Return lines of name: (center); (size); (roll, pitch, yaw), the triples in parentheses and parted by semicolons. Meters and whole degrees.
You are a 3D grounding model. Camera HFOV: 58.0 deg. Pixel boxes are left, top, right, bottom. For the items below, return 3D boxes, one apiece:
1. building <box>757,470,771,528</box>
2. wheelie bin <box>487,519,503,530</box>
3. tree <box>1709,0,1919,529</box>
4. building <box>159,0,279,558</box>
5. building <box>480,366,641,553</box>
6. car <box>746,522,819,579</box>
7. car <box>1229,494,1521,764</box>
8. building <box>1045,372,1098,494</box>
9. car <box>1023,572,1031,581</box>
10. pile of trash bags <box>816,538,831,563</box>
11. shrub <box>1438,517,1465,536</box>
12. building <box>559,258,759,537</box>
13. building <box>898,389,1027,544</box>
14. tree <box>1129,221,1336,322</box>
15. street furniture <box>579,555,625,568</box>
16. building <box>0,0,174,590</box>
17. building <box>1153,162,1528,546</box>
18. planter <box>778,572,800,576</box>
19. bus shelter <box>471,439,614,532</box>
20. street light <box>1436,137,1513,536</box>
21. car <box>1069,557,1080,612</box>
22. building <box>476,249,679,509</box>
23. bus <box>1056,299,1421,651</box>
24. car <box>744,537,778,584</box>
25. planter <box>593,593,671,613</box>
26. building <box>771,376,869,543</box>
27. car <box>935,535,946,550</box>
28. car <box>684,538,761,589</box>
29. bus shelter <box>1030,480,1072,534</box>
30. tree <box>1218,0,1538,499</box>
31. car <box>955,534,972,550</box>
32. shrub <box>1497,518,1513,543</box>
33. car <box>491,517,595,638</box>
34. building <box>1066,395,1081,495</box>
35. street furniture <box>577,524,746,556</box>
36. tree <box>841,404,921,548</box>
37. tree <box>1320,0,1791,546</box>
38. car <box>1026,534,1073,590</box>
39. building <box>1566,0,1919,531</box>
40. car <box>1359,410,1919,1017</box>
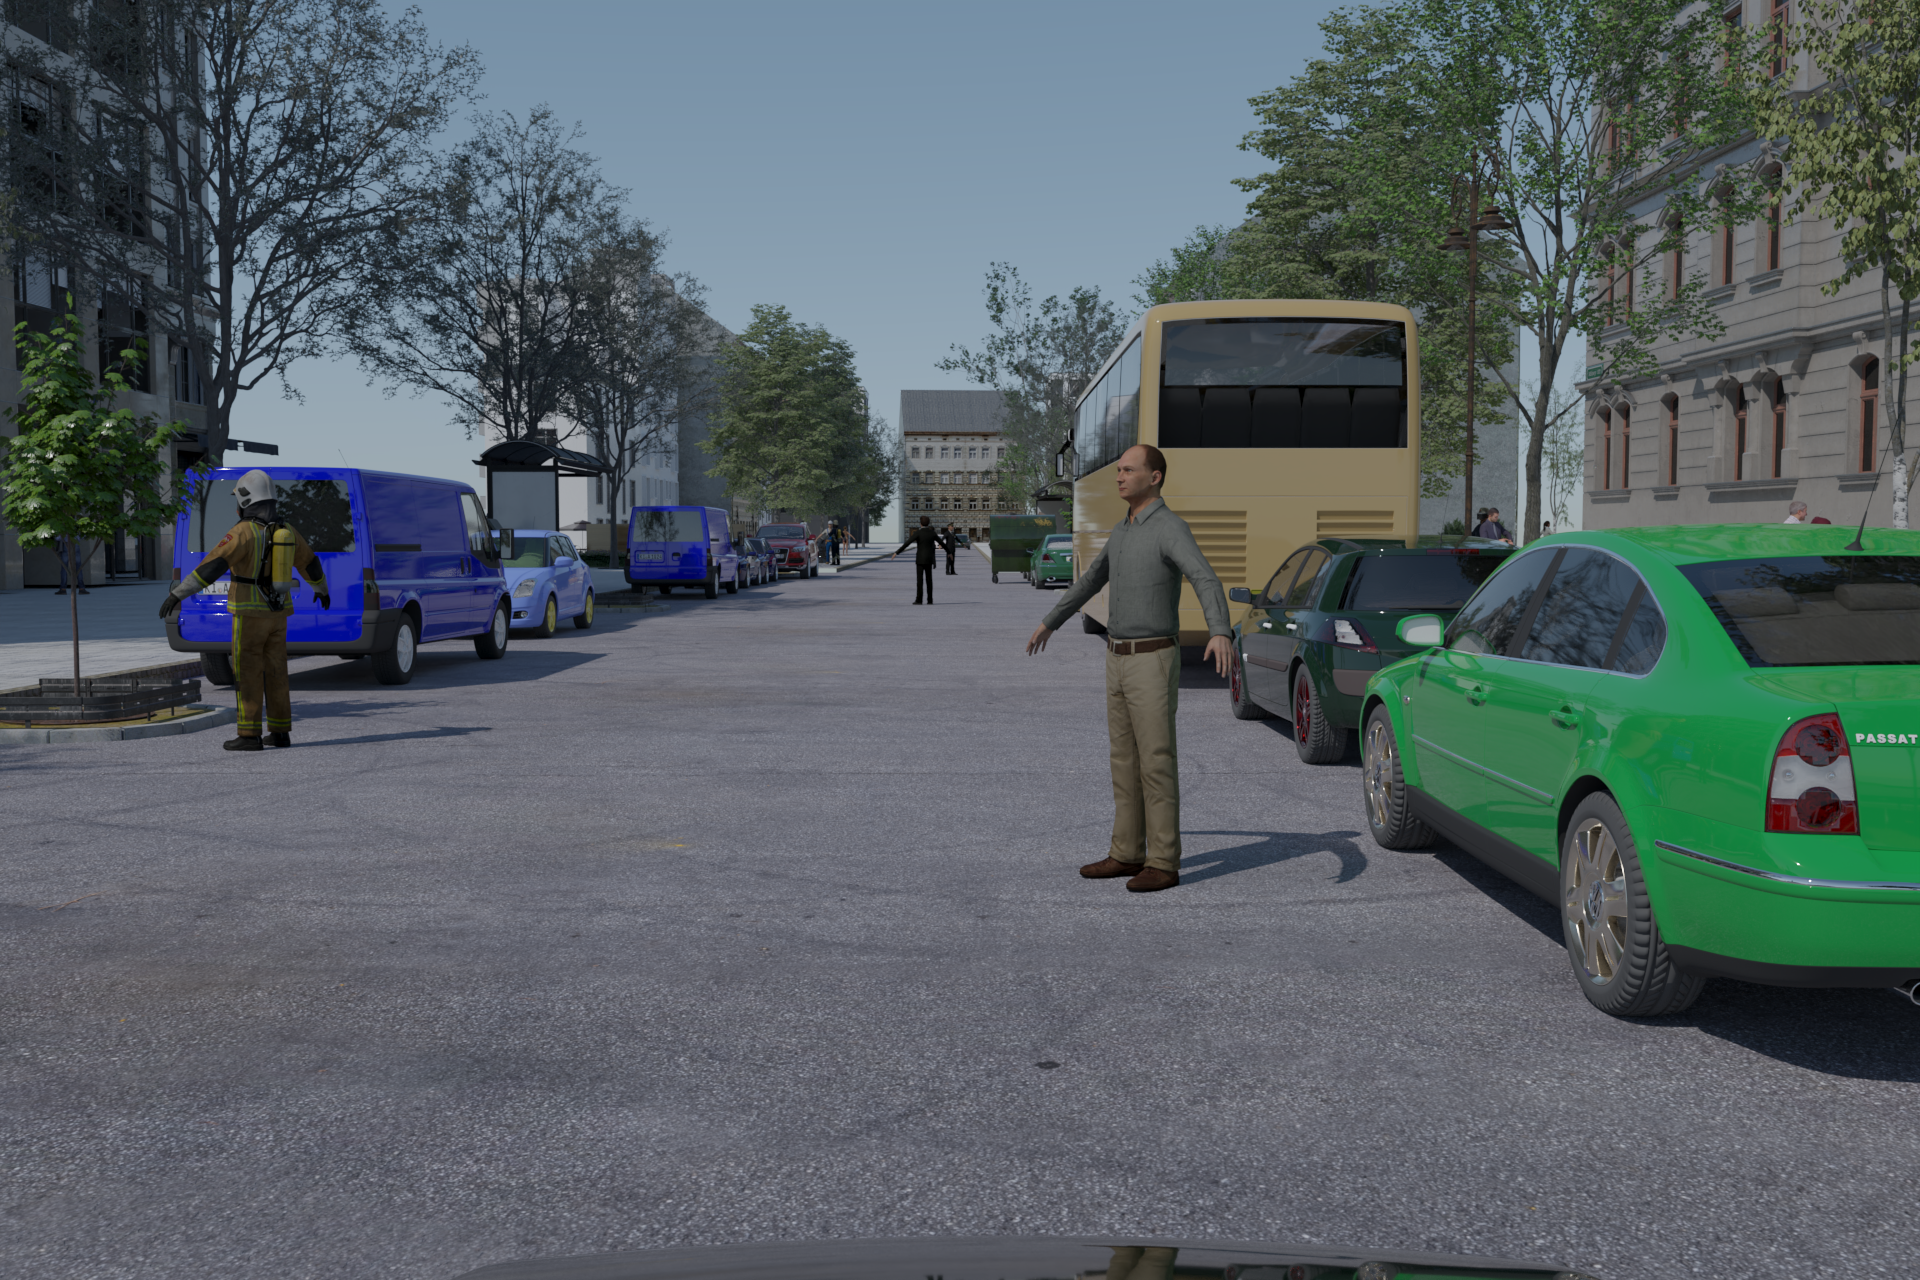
building: (-26.181, -15.759, 199.814); (9.099, 9.664, 28.070); (0, 4, 0)
wheelie bin: (-9.661, -1.705, 35.789); (0.693, 1.594, 0.980); (0, 4, 1)
tree: (9.194, -4.035, 16.327); (4.737, 8.622, 4.395); (0, 3, 0)
building: (-30.501, -18.780, 53.165); (12.429, 33.558, 17.177); (0, 4, 0)
building: (-22.769, -9.640, 99.762); (9.099, 9.664, 28.070); (0, 4, 1)
car: (-5.775, -2.932, 56.615); (2.281, 1.827, 5.304); (0, 4, 0)
car: (2.977, -0.146, 12.181); (2.009, 1.686, 4.222); (0, 3, 0)
building: (25.390, -23.929, 235.208); (27.936, 21.610, 32.646); (0, 3, 0)
car: (2.938, -2.586, 54.080); (2.131, 1.459, 4.920); (0, 4, 0)
pile of trash bags: (-6.662, -4.050, 75.977); (1.912, 1.369, 3.447); (0, 4, 2)
shrub: (22.850, -4.639, 79.885); (1.661, 2.075, 1.752); (0, 3, 0)
building: (-26.766, -18.987, 141.366); (19.493, 23.208, 18.063); (0, 4, 0)
building: (0.076, -26.238, 262.382); (18.063, 23.208, 19.493); (0, 4, -4)
tree: (8.865, -8.070, 57.697); (9.928, 11.665, 9.643); (0, 3, 0)
street furniture: (-12.968, -3.142, 67.001); (10.072, 0.657, 5.734); (0, 4, -3)
building: (-29.835, -13.696, 27.128); (19.350, 26.588, 34.151); (0, 4, -1)
building: (22.379, -16.866, 106.680); (19.493, 23.208, 18.063); (0, 4, 0)
planter: (-6.465, -2.403, 60.421); (1.991, 0.319, 1.994); (0, 4, 1)
bus shelter: (-9.477, -2.811, 39.886); (2.014, 3.302, 5.546); (0, 4, -1)
street light: (6.111, -2.932, 20.726); (0.468, 5.910, 1.993); (0, 4, 0)
car: (2.946, -1.118, 30.280); (2.014, 1.417, 4.499); (0, 4, 0)
building: (-25.896, -15.881, 116.076); (16.016, 20.090, 11.380); (0, 4, -1)
bus: (2.931, -1.840, 21.631); (2.896, 3.916, 12.252); (0, 4, 0)
car: (-6.358, -2.339, 50.816); (1.945, 1.354, 3.894); (0, 3, 0)
planter: (-6.479, -0.688, 32.381); (1.991, 0.319, 1.994); (0, 4, 0)
building: (-27.190, -24.040, 237.034); (27.936, 21.610, 32.646); (0, 3, 0)
car: (-1.818, -7.720, 138.588); (2.083, 1.381, 4.827); (0, 4, 0)
car: (-6.409, -2.093, 46.808); (1.945, 1.354, 3.894); (0, 4, 0)
bus shelter: (3.922, -4.512, 67.687); (2.014, 3.302, 5.546); (0, 4, -1)
tree: (8.863, -7.339, 38.121); (7.486, 12.596, 7.792); (0, 3, 0)
car: (0.077, -9.072, 158.120); (2.009, 1.686, 4.222); (0, 4, -1)
shrub: (20.042, -3.752, 65.382); (1.661, 2.075, 1.752); (0, 3, 0)
car: (-6.453, -0.942, 24.997); (1.945, 1.707, 3.694); (0, 4, 0)
building: (22.451, -22.984, 206.715); (19.493, 23.208, 18.063); (0, 4, 0)
street furniture: (-13.100, -4.115, 74.128); (11.010, 1.723, 9.812); (3, 5, 42)
tree: (-9.162, -15.486, 163.560); (12.009, 13.543, 11.850); (0, 3, 0)
tree: (9.501, -6.262, 28.137); (9.928, 11.665, 9.643); (0, 3, 0)
car: (2.854, -2.102, 46.164); (2.131, 1.459, 4.920); (0, 3, 0)
building: (24.777, -15.454, 40.061); (14.401, 28.519, 23.554); (0, 4, 0)
car: (2.778, 0.140, 6.514); (1.959, 1.807, 4.718); (0, 4, 0)
